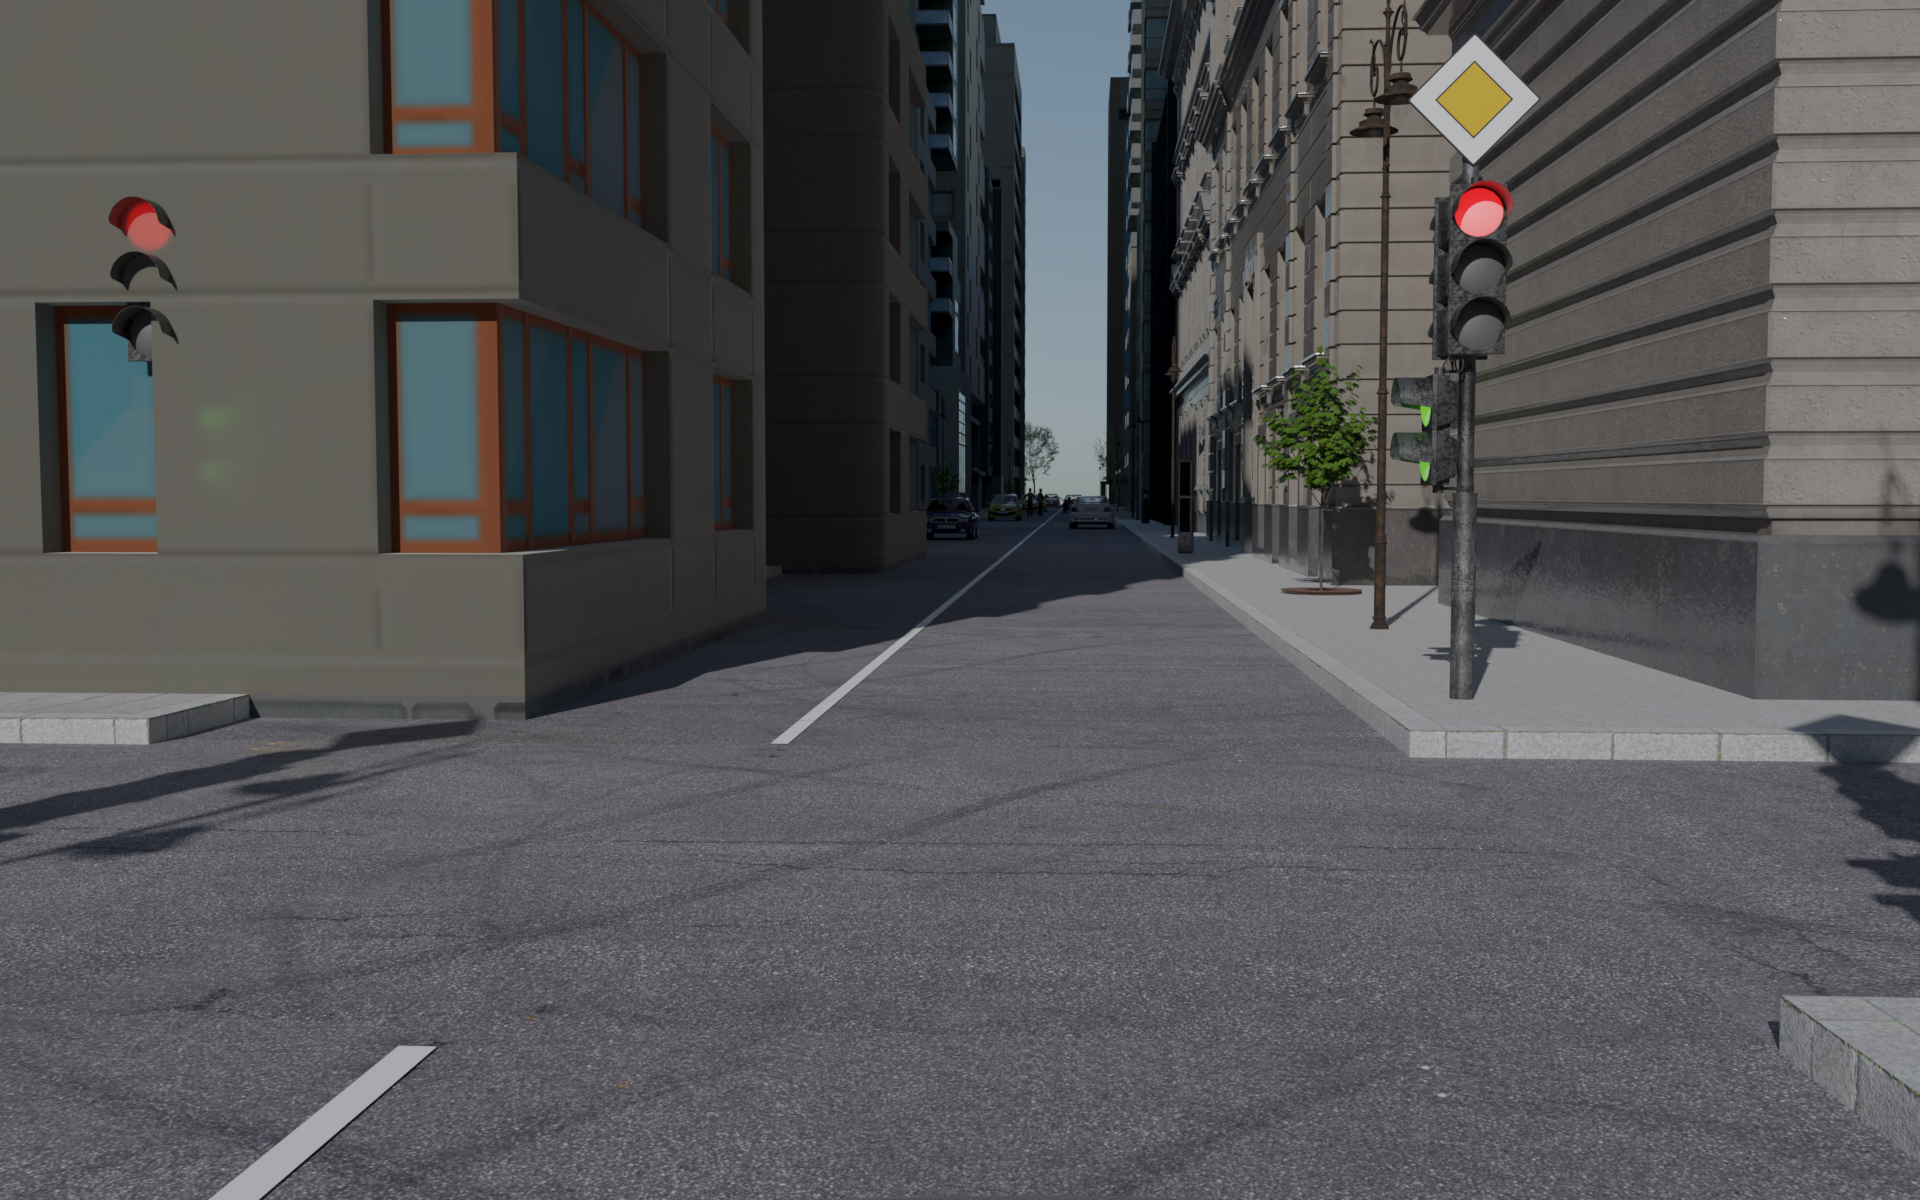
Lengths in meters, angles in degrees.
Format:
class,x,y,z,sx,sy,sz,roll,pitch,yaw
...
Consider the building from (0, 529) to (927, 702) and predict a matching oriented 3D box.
class,x,y,z,sx,sy,sz,roll,pitch,yaw
building,-15.554,-11.047,25.654,27.650,21.520,28.899,0,4,4

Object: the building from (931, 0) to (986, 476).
class,x,y,z,sx,sy,sz,roll,pitch,yaw
building,-12.093,-33.175,131.649,28.713,52.752,27.495,0,4,4

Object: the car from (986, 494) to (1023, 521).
class,x,y,z,sx,sy,sz,roll,pitch,yaw
car,2.445,-5.114,93.844,2.015,1.641,3.980,0,4,5

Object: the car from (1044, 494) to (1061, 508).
class,x,y,z,sx,sy,sz,roll,pitch,yaw
car,9.357,-10.320,177.766,2.155,1.783,4.494,0,4,6

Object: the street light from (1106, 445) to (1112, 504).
class,x,y,z,sx,sy,sz,roll,pitch,yaw
street light,14.031,-11.539,161.444,0.468,5.910,1.993,0,4,4

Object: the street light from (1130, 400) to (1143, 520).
class,x,y,z,sx,sy,sz,roll,pitch,yaw
street light,8.737,-6.870,85.113,0.468,5.910,1.993,0,4,4

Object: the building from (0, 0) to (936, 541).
class,x,y,z,sx,sy,sz,roll,pitch,yaw
building,-15.879,-13.462,65.150,27.650,21.520,28.899,0,4,4

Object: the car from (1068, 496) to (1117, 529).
class,x,y,z,sx,sy,sz,roll,pitch,yaw
car,5.559,-3.694,72.764,2.083,1.381,4.827,0,4,6

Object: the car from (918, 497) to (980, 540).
class,x,y,z,sx,sy,sz,roll,pitch,yaw
car,-0.327,-2.615,55.336,1.945,1.354,3.894,0,4,3

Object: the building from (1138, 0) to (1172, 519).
class,x,y,z,sx,sy,sz,roll,pitch,yaw
building,16.749,-25.070,93.490,14.154,41.232,14.086,0,4,4

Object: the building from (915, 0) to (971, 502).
class,x,y,z,sx,sy,sz,roll,pitch,yaw
building,-10.165,-48.213,100.950,22.319,86.520,31.000,0,4,4

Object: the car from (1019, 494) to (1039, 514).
class,x,y,z,sx,sy,sz,roll,pitch,yaw
car,5.174,-7.253,128.804,2.015,1.641,3.980,0,4,3

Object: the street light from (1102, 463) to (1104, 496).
class,x,y,z,sx,sy,sz,roll,pitch,yaw
street light,14.938,-12.436,176.111,0.468,5.910,1.993,0,4,4

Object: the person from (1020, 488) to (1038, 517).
class,x,y,z,sx,sy,sz,roll,pitch,yaw
person,4.383,-6.137,108.856,1.348,1.823,0.705,2,4,34

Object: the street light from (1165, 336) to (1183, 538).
class,x,y,z,sx,sy,sz,roll,pitch,yaw
street light,6.259,-4.774,50.841,0.468,5.910,1.993,0,4,4

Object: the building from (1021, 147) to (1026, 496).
class,x,y,z,sx,sy,sz,roll,pitch,yaw
building,0.283,-31.496,198.546,14.154,41.232,14.086,0,4,4

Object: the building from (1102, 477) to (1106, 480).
class,x,y,z,sx,sy,sz,roll,pitch,yaw
building,28.868,-35.772,204.478,23.786,49.044,30.456,0,4,4

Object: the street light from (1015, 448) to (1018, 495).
class,x,y,z,sx,sy,sz,roll,pitch,yaw
street light,5.518,-12.170,171.769,0.468,5.910,1.993,0,4,4

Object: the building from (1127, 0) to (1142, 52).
class,x,y,z,sx,sy,sz,roll,pitch,yaw
building,25.276,-32.129,144.919,23.786,49.044,30.456,0,4,4

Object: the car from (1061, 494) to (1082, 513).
class,x,y,z,sx,sy,sz,roll,pitch,yaw
car,8.806,-7.588,133.851,2.009,1.686,4.222,0,4,4

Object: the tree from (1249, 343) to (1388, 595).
class,x,y,z,sx,sy,sz,roll,pitch,yaw
tree,4.544,-1.697,22.355,1.663,3.219,1.824,0,3,0

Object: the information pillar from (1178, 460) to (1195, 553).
class,x,y,z,sx,sy,sz,roll,pitch,yaw
information pillar,4.901,-2.022,37.546,0.304,2.012,0.304,1,4,17

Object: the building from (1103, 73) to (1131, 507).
class,x,y,z,sx,sy,sz,roll,pitch,yaw
building,22.548,-32.574,182.687,14.600,45.320,14.200,0,4,4

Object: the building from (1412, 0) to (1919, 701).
class,x,y,z,sx,sy,sz,roll,pitch,yaw
building,14.499,-11.336,14.223,19.941,23.489,11.050,0,4,4

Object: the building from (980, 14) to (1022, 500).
class,x,y,z,sx,sy,sz,roll,pitch,yaw
building,-4.605,-34.055,180.505,21.300,48.544,21.600,0,4,4

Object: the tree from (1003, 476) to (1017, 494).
class,x,y,z,sx,sy,sz,roll,pitch,yaw
tree,4.611,-10.230,161.859,1.663,3.219,1.824,0,3,0

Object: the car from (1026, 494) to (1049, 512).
class,x,y,z,sx,sy,sz,roll,pitch,yaw
car,6.107,-7.877,139.013,2.015,1.641,3.980,0,4,2

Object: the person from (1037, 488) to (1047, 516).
class,x,y,z,sx,sy,sz,roll,pitch,yaw
person,5.317,-6.427,113.674,0.705,1.812,1.348,-2,4,-25

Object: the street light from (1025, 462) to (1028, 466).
class,x,y,z,sx,sy,sz,roll,pitch,yaw
street light,7.852,-14.268,206.073,0.468,5.910,1.993,0,4,4

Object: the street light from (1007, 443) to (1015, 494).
class,x,y,z,sx,sy,sz,roll,pitch,yaw
street light,4.493,-11.305,157.626,0.468,5.910,1.993,0,4,4

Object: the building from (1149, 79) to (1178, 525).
class,x,y,z,sx,sy,sz,roll,pitch,yaw
building,15.032,-15.154,77.452,12.332,23.373,15.834,0,4,4

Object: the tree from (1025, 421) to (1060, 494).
class,x,y,z,sx,sy,sz,roll,pitch,yaw
tree,10.447,-19.586,245.986,9.928,11.665,9.643,0,3,0

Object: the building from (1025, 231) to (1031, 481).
class,x,y,z,sx,sy,sz,roll,pitch,yaw
building,-2.951,-36.817,221.573,23.786,49.044,30.456,0,4,4

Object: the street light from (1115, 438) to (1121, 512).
class,x,y,z,sx,sy,sz,roll,pitch,yaw
street light,11.572,-9.432,127.008,0.468,5.910,1.993,0,4,4

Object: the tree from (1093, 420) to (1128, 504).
class,x,y,z,sx,sy,sz,roll,pitch,yaw
tree,15.308,-13.505,171.165,4.360,8.622,3.978,0,3,0

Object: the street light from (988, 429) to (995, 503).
class,x,y,z,sx,sy,sz,roll,pitch,yaw
street light,2.183,-9.194,123.106,0.468,5.910,1.993,0,4,4

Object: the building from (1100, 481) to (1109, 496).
class,x,y,z,sx,sy,sz,roll,pitch,yaw
building,35.006,-33.008,231.563,32.217,40.220,23.993,0,4,4

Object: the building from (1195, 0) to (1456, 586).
class,x,y,z,sx,sy,sz,roll,pitch,yaw
building,11.674,-14.550,35.159,12.463,27.353,25.104,0,4,4

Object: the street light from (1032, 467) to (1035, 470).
class,x,y,z,sx,sy,sz,roll,pitch,yaw
street light,10.258,-16.371,240.445,0.468,5.910,1.993,0,4,4

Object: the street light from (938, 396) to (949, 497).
class,x,y,z,sx,sy,sz,roll,pitch,yaw
street light,-0.791,-6.581,80.379,0.468,5.910,1.993,0,4,4

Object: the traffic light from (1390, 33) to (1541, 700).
class,x,y,z,sx,sy,sz,roll,pitch,yaw
traffic light,3.129,-1.335,10.755,0.839,4.253,0.868,0,4,4

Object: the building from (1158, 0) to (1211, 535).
class,x,y,z,sx,sy,sz,roll,pitch,yaw
building,12.982,-13.617,58.802,11.583,22.565,21.152,0,4,4

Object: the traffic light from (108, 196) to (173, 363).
class,x,y,z,sx,sy,sz,roll,pitch,yaw
traffic light,-5.114,-1.369,11.307,0.839,4.253,0.868,0,4,4

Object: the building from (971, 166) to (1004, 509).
class,x,y,z,sx,sy,sz,roll,pitch,yaw
building,-3.469,-23.303,152.711,14.160,30.474,14.107,0,4,4

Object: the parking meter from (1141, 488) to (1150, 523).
class,x,y,z,sx,sy,sz,roll,pitch,yaw
parking meter,8.122,-4.123,75.826,0.372,1.533,0.369,0,3,0

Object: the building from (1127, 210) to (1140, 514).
class,x,y,z,sx,sy,sz,roll,pitch,yaw
building,25.427,-16.533,115.354,27.650,21.520,28.899,0,4,4

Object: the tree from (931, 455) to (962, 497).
class,x,y,z,sx,sy,sz,roll,pitch,yaw
tree,-0.693,-5.576,85.773,1.663,3.219,1.824,0,3,0

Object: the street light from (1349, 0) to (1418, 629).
class,x,y,z,sx,sy,sz,roll,pitch,yaw
street light,3.991,-2.662,16.310,0.468,5.910,1.993,0,4,4
